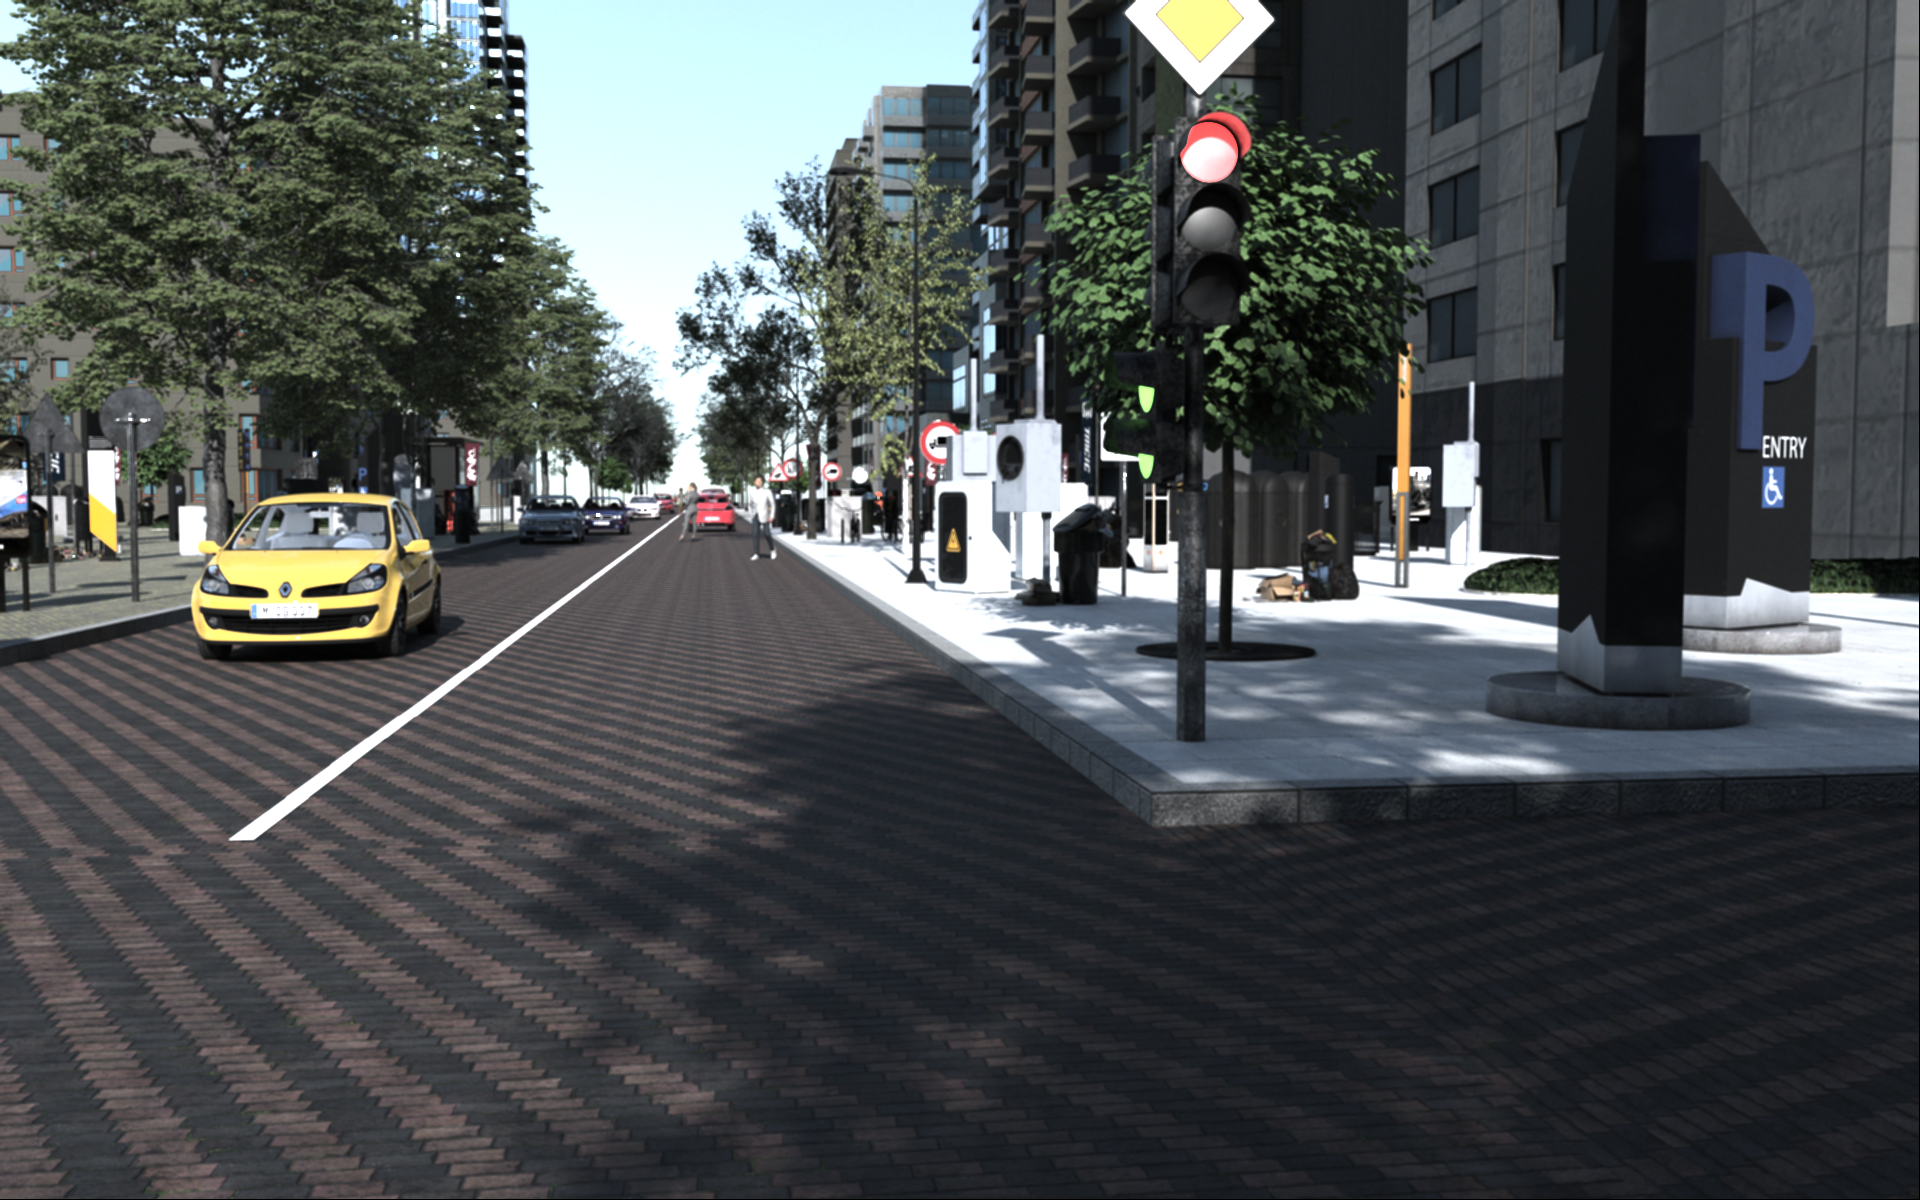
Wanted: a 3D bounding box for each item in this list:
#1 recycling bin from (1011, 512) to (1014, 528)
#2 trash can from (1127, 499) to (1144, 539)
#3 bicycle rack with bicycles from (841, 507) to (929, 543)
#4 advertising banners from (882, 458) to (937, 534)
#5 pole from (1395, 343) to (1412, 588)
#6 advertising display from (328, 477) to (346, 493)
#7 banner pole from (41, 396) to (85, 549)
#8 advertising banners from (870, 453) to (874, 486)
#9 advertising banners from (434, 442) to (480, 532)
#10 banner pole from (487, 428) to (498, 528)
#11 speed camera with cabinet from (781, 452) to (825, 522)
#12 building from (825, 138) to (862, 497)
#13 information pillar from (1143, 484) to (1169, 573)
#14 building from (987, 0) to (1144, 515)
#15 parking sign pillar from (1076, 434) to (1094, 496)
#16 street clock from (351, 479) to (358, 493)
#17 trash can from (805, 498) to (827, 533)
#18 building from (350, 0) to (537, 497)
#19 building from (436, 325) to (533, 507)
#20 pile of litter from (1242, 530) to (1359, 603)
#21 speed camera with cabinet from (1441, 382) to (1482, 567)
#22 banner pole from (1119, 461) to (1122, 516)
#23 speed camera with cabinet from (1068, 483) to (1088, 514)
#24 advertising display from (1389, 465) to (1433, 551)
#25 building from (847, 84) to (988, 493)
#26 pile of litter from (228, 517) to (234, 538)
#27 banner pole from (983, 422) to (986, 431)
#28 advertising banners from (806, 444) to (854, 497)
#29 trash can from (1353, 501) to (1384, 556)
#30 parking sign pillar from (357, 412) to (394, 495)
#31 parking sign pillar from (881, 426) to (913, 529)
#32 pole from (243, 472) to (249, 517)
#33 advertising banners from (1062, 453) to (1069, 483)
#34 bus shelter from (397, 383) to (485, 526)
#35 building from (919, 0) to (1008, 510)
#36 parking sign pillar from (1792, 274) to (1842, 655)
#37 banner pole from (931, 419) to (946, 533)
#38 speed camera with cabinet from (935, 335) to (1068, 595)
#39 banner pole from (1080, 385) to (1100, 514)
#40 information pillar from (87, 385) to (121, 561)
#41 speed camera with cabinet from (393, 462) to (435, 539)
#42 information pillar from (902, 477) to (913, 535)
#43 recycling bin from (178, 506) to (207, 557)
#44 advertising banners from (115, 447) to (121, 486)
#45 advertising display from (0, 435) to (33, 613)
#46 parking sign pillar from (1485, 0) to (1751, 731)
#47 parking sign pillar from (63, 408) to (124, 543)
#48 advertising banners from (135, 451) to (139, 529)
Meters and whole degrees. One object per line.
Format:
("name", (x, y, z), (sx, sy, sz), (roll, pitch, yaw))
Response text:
("recycling bin", (1.618, -3.301, 66.530), (0.722, 1.027, 0.722), (-1, 4, -21))
("trash can", (5.076, -2.355, 50.164), (0.748, 1.137, 0.748), (0, 3, 0))
("bicycle rack with bicycles", (-2.110, -2.000, 46.089), (2.852, 0.926, 2.925), (0, 4, -3))
("advertising banners", (-1.585, -3.656, 55.971), (2.074, 3.025, 0.090), (2, 4, 26))
("pole", (6.047, -1.820, 23.601), (0.158, 3.312, 0.155), (0, 3, 0))
("advertising display", (-23.994, -3.764, 66.747), (0.974, 1.923, 0.123), (3, 4, 37))
("banner pole", (-20.957, -3.082, 40.411), (0.863, 3.779, 0.401), (-3, 5, -39))
("advertising banners", (-4.022, -4.847, 75.435), (0.090, 3.025, 2.074), (-1, 4, -16))
("advertising banners", (-17.231, -3.811, 58.501), (2.074, 3.025, 0.090), (-2, 4, -27))
("banner pole", (-17.746, -4.629, 65.702), (0.401, 3.779, 0.863), (0, 4, -8))
("speed camera with cabinet", (-7.102, -5.095, 77.640), (2.038, 3.252, 0.660), (0, 4, 3))
("building", (-6.661, -37.268, 233.034), (21.300, 48.544, 21.600), (-1, 4, -8))
("information pillar", (3.188, -1.445, 28.124), (0.304, 2.012, 0.304), (-2, 4, -25))
("building", (13.461, -27.385, 102.366), (22.147, 44.769, 28.867), (-1, 4, -8))
("parking sign pillar", (5.664, -5.511, 78.581), (1.447, 3.967, 1.447), (2, 4, 24))
("street clock", (-28.206, -4.677, 81.032), (0.471, 2.002, 0.358), (2, 4, 29))
("trash can", (-4.784, -2.805, 57.523), (0.748, 1.137, 0.748), (0, 3, 0))
("building", (-64.784, -55.368, 217.942), (22.319, 86.520, 31.000), (-1, 4, -8))
("building", (-62.414, -21.048, 189.173), (27.650, 21.520, 28.899), (-1, 4, -8))
("pile of litter", (4.144, -0.435, 21.079), (1.719, 0.858, 1.176), (-1, 4, -22))
("speed camera with cabinet", (9.079, -2.262, 31.314), (0.660, 3.252, 2.038), (1, 4, 20))
("banner pole", (4.915, -3.805, 52.227), (0.401, 3.779, 0.863), (1, 4, 23))
("speed camera with cabinet", (0.841, -1.917, 25.680), (2.038, 3.252, 0.660), (-1, 4, -11))
("advertising display", (10.120, -2.061, 38.918), (0.974, 1.923, 0.123), (-1, 4, -9))
("building", (-1.091, -35.924, 206.961), (23.786, 49.044, 30.456), (-1, 4, -8))
("pile of litter", (-18.690, -1.866, 44.481), (1.176, 0.858, 1.719), (0, 4, -4))
("banner pole", (0.834, -4.311, 60.507), (0.401, 3.779, 0.863), (0, 4, -4))
("advertising banners", (-4.392, -3.967, 61.056), (2.074, 3.025, 0.090), (0, 4, -1))
("trash can", (8.420, -1.491, 36.028), (0.748, 1.137, 0.748), (0, 3, 0))
("parking sign pillar", (-18.921, -4.139, 56.146), (1.447, 3.967, 1.447), (1, 4, 21))
("parking sign pillar", (-2.169, -4.601, 63.700), (1.447, 3.967, 1.447), (-2, 4, -24))
("pole", (-30.240, -4.864, 73.365), (0.158, 3.312, 0.155), (0, 3, 0))
("advertising banners", (4.046, -4.762, 74.039), (0.090, 3.025, 2.074), (-2, 4, -32))
("bus shelter", (-19.563, -5.357, 65.217), (2.179, 5.291, 8.768), (-1, 4, -8))
("building", (9.213, -50.075, 131.405), (22.319, 86.520, 31.000), (-1, 4, -8))
("parking sign pillar", (6.592, -1.587, 14.421), (1.447, 3.967, 1.447), (-3, 4, -36))
("banner pole", (-0.650, -4.155, 57.952), (0.401, 3.779, 0.863), (3, 4, 38))
("speed camera with cabinet", (0.455, -1.695, 22.053), (0.660, 3.252, 2.038), (-2, 4, -34))
("banner pole", (2.985, -3.022, 39.434), (0.401, 3.779, 0.863), (3, 5, 39))
("information pillar", (-16.384, -2.553, 33.102), (0.504, 3.616, 0.183), (0, 4, -6))
("speed camera with cabinet", (-15.891, -3.399, 49.908), (0.660, 3.252, 2.038), (-3, 5, -45))
("information pillar", (-1.622, -3.055, 54.433), (0.304, 2.012, 0.304), (1, 4, 18))
("recycling bin", (-15.667, -1.420, 35.774), (0.722, 1.027, 0.722), (-1, 4, -11))
("advertising banners", (-27.407, -3.620, 55.379), (2.074, 3.025, 0.090), (2, 4, 31))
("advertising display", (-10.497, -0.819, 18.612), (0.123, 1.923, 0.974), (3, 4, 37))
("parking sign pillar", (3.818, -1.316, 9.983), (1.447, 3.967, 1.447), (1, 4, 8))
("parking sign pillar", (-23.115, -3.524, 46.082), (1.447, 3.967, 1.447), (-2, 4, -26))
("advertising banners", (-30.660, -4.177, 64.487), (0.090, 3.025, 2.074), (-2, 4, -26))
